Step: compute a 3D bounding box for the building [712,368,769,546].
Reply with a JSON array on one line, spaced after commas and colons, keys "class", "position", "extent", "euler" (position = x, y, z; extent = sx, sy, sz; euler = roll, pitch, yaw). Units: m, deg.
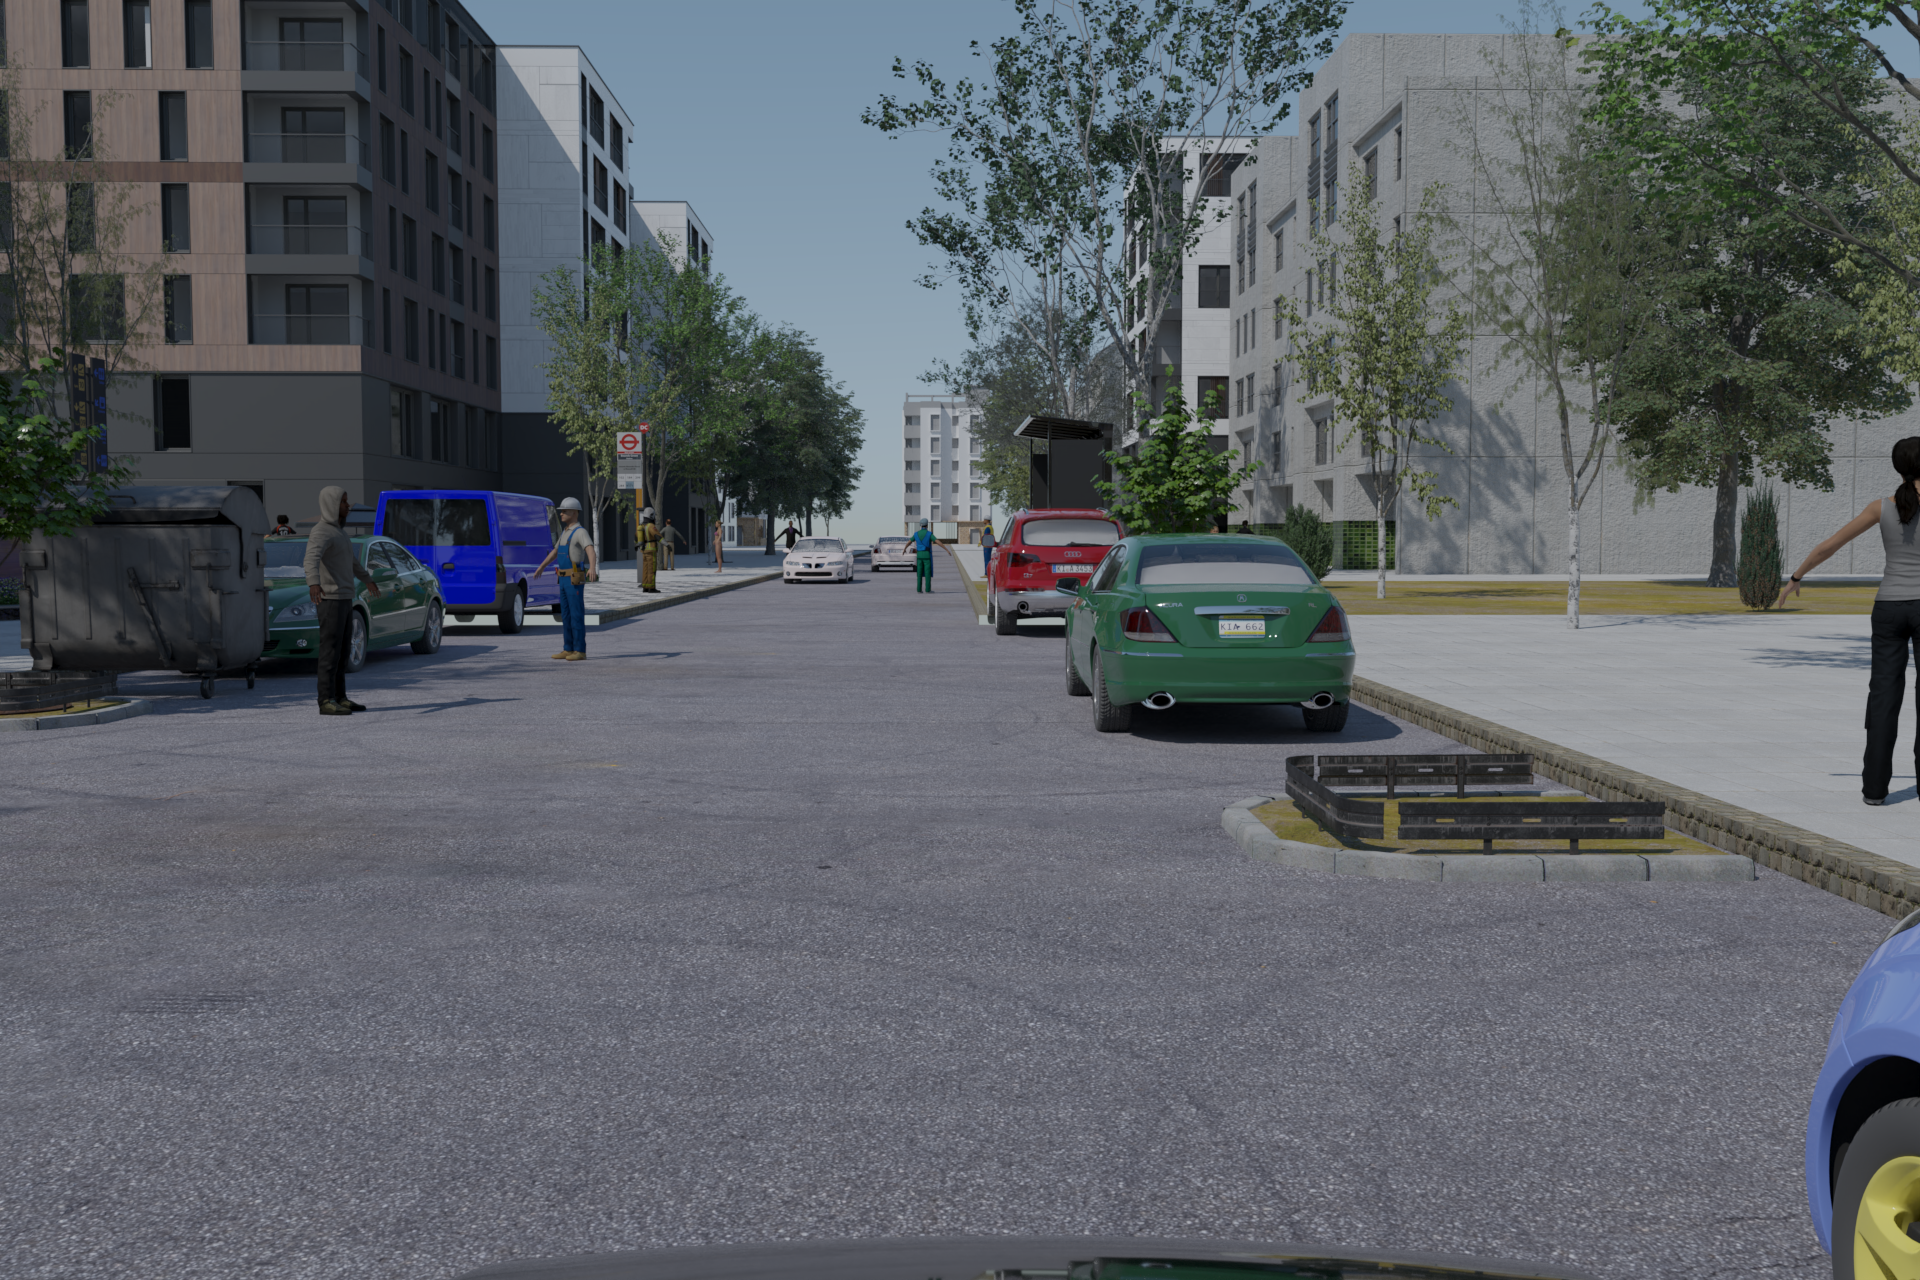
[{"class": "building", "position": [-26.784, -20.235, 187.265], "extent": [16.016, 20.090, 11.380], "euler": [0, 4, 0]}]

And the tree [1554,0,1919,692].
[{"class": "tree", "position": [8.390, -5.382, 13.744], "extent": [9.928, 11.665, 9.643], "euler": [0, 3, 0]}]

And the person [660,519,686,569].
[{"class": "person", "position": [-10.218, -3.329, 60.701], "extent": [1.348, 1.796, 0.705], "euler": [-2, 4, -28]}]

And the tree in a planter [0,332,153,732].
[{"class": "tree in a planter", "position": [-7.479, -0.986, 13.342], "extent": [1.991, 3.239, 1.994], "euler": [0, 4, 0]}]

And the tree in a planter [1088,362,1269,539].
[{"class": "tree in a planter", "position": [2.237, -1.273, 18.042], "extent": [1.991, 3.239, 1.994], "euler": [0, 4, -1]}]

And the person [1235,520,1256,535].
[{"class": "person", "position": [9.327, -3.043, 56.476], "extent": [1.216, 1.740, 0.721], "euler": [2, 4, 28]}]

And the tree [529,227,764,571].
[{"class": "tree", "position": [-10.664, -8.224, 60.220], "extent": [9.928, 11.665, 9.643], "euler": [0, 3, 0]}]

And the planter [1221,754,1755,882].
[{"class": "planter", "position": [2.280, 0.796, 8.125], "extent": [1.991, 0.319, 1.994], "euler": [0, 4, -1]}]

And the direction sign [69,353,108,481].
[{"class": "direction sign", "position": [-11.100, -1.844, 22.140], "extent": [0.379, 3.537, 0.876], "euler": [0, 4, -1]}]

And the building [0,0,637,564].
[{"class": "building", "position": [-29.789, -13.844, 70.329], "extent": [27.936, 21.610, 32.646], "euler": [0, 4, -1]}]

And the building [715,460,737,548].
[{"class": "building", "position": [-26.336, -13.930, 169.902], "extent": [9.099, 9.664, 28.070], "euler": [0, 4, 0]}]

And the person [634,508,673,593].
[{"class": "person", "position": [-6.743, -1.956, 37.746], "extent": [0.705, 1.858, 1.354], "euler": [-3, 5, -44]}]

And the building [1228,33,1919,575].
[{"class": "building", "position": [21.960, -12.455, 70.100], "extent": [16.747, 18.905, 31.486], "euler": [0, 4, -1]}]

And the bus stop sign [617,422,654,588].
[{"class": "bus stop sign", "position": [-7.754, -3.225, 41.436], "extent": [0.855, 3.939, 0.416], "euler": [0, 4, 1]}]

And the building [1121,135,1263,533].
[{"class": "building", "position": [23.568, -16.003, 105.625], "extent": [27.936, 21.610, 32.646], "euler": [0, 4, -1]}]

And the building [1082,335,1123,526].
[{"class": "building", "position": [21.089, -19.754, 153.901], "extent": [19.493, 23.208, 18.063], "euler": [0, 4, -1]}]

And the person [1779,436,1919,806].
[{"class": "person", "position": [4.498, -0.083, 8.161], "extent": [1.217, 1.737, 0.721], "euler": [3, 5, 40]}]

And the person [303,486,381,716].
[{"class": "person", "position": [-4.959, -0.320, 13.819], "extent": [0.705, 1.813, 1.348], "euler": [0, 4, 1]}]

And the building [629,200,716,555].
[{"class": "building", "position": [-30.616, -15.907, 104.047], "extent": [27.936, 21.610, 32.646], "euler": [0, 4, -1]}]

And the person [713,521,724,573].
[{"class": "person", "position": [-8.097, -3.106, 57.592], "extent": [0.721, 1.733, 1.217], "euler": [-1, 4, -13]}]

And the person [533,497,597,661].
[{"class": "person", "position": [-4.442, -0.697, 19.716], "extent": [0.705, 1.847, 1.347], "euler": [-3, 5, -41]}]

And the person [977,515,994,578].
[{"class": "person", "position": [0.774, -2.719, 50.418], "extent": [0.705, 1.833, 1.349], "euler": [1, 4, 14]}]

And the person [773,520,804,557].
[{"class": "person", "position": [-6.392, -3.627, 65.529], "extent": [1.346, 1.802, 0.704], "euler": [-1, 4, -11]}]

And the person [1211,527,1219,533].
[{"class": "person", "position": [4.717, -1.390, 31.994], "extent": [0.991, 1.433, 0.599], "euler": [0, 4, -6]}]

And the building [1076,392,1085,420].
[{"class": "building", "position": [22.003, -22.015, 190.877], "extent": [19.493, 23.208, 18.063], "euler": [0, 3, 0]}]

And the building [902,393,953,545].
[{"class": "building", "position": [-7.140, -22.312, 223.677], "extent": [11.380, 20.090, 16.016], "euler": [0, 4, 2]}]

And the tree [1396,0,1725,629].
[{"class": "tree", "position": [8.463, -4.461, 23.303], "extent": [4.360, 8.622, 3.978], "euler": [0, 3, 0]}]

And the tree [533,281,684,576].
[{"class": "tree", "position": [-10.525, -6.136, 50.688], "extent": [4.737, 8.622, 4.395], "euler": [0, 3, 0]}]

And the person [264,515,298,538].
[{"class": "person", "position": [-18.985, -2.595, 48.569], "extent": [1.345, 1.843, 0.704], "euler": [-2, 4, -32]}]

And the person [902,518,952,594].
[{"class": "person", "position": [-0.840, -2.027, 41.717], "extent": [1.347, 1.817, 0.704], "euler": [2, 4, 29]}]
